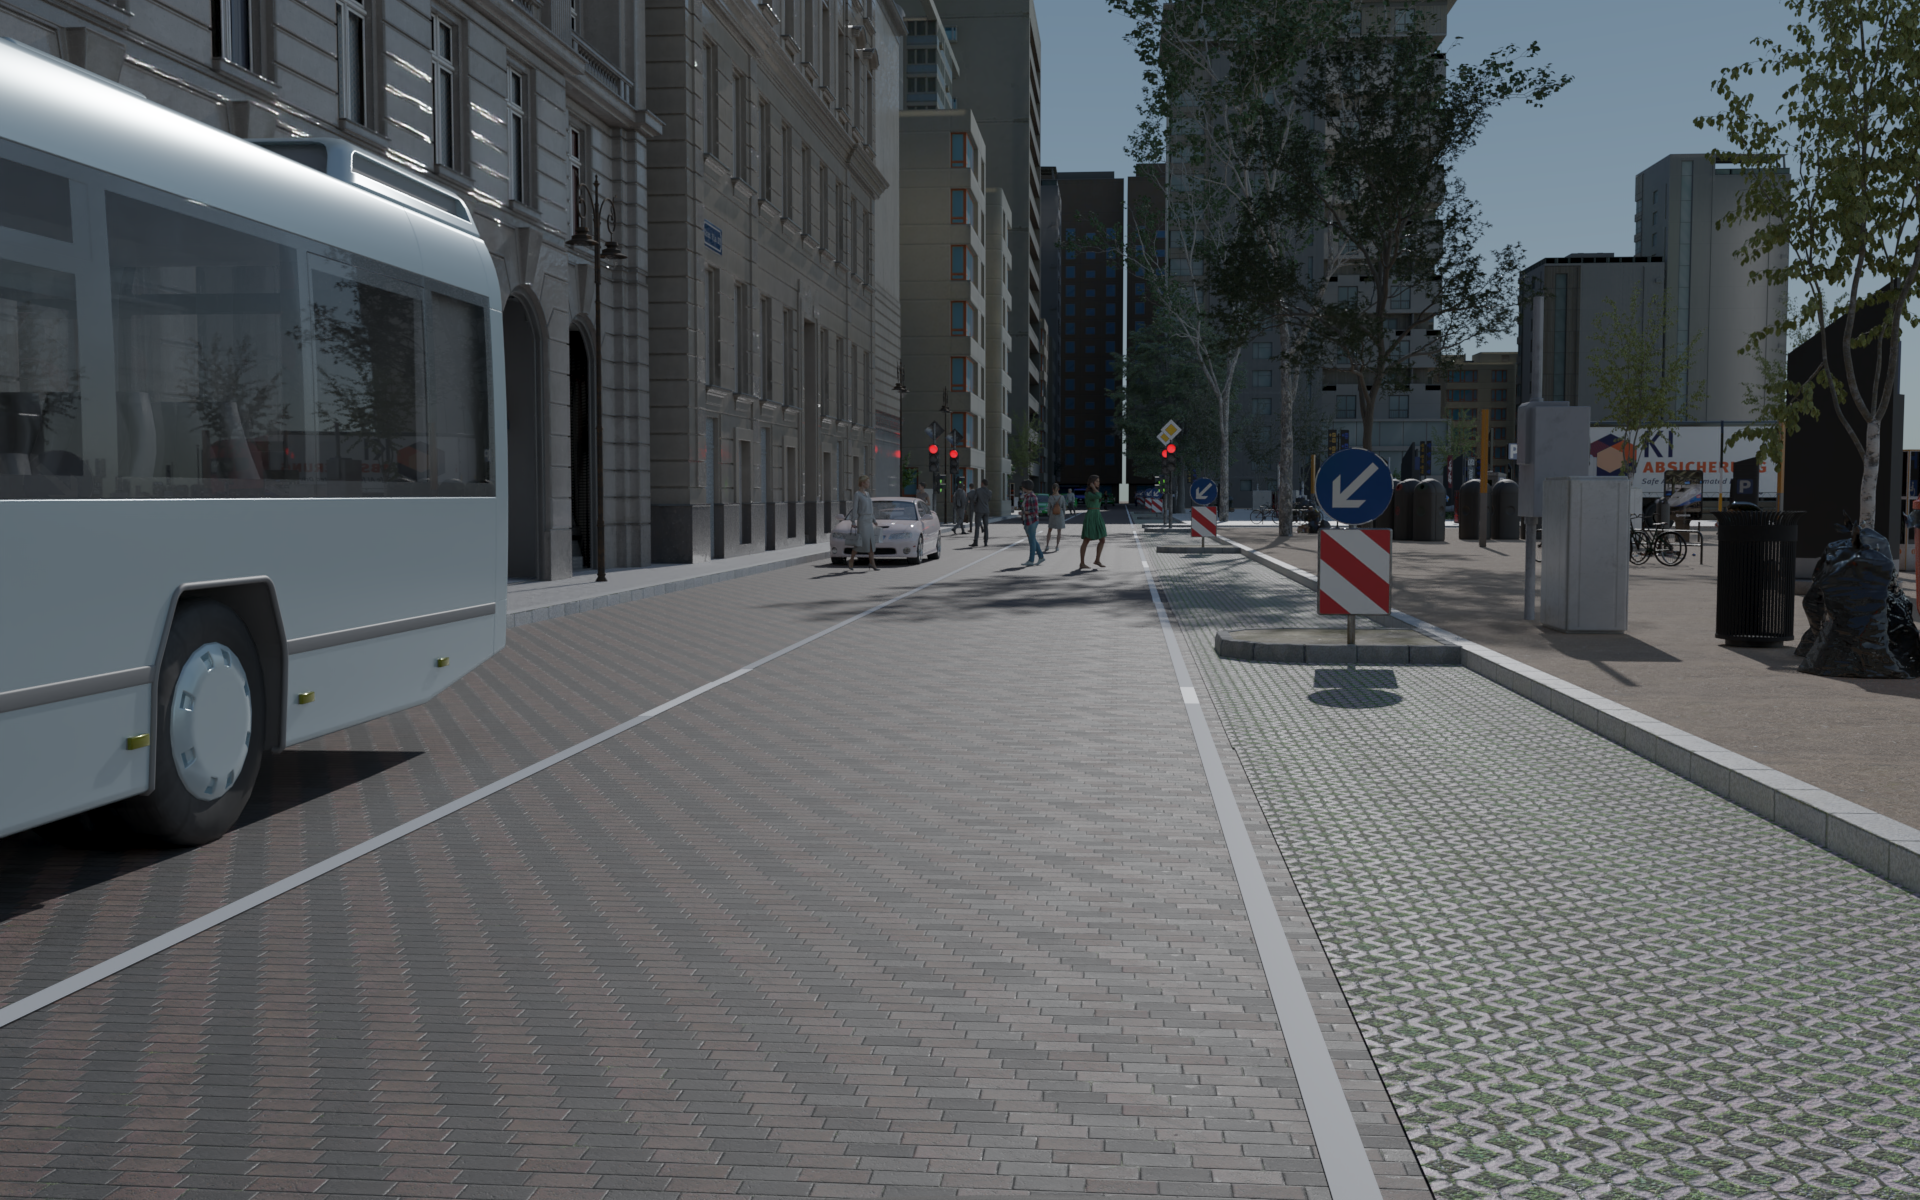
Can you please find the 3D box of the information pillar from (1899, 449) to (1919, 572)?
[{"bbox_3d":[15.640,-1.472,28.560,0.304,2.012,0.304,-1,4,-12],"label":"information pillar"}]

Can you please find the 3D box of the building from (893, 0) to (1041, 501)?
[{"bbox_3d":[-3.720,-32.795,159.894,21.300,48.544,21.600,0,4,5],"label":"building"}]

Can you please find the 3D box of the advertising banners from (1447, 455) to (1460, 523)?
[{"bbox_3d":[21.999,-4.918,76.601,0.090,3.025,2.074,-1,4,-9],"label":"advertising banners"}]

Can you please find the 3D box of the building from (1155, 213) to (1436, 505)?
[{"bbox_3d":[39.962,-31.627,208.986,32.217,40.220,23.993,0,4,5],"label":"building"}]

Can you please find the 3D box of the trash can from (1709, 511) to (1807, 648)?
[{"bbox_3d":[6.719,-0.182,14.622,0.748,1.137,0.748,0,3,0],"label":"trash can"}]

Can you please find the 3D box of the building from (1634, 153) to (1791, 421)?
[{"bbox_3d":[90.623,-32.208,210.201,14.086,41.232,14.154,0,4,5],"label":"building"}]

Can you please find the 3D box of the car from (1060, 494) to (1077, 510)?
[{"bbox_3d":[9.547,-8.938,154.938,1.959,1.807,4.718,0,4,5],"label":"car"}]

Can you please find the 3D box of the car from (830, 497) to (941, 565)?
[{"bbox_3d":[-1.524,-1.496,36.816,2.083,1.381,4.827,0,4,7],"label":"car"}]

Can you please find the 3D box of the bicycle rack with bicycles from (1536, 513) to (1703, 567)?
[{"bbox_3d":[12.274,-1.124,31.755,2.852,0.926,2.925,-1,4,-21],"label":"bicycle rack with bicycles"}]

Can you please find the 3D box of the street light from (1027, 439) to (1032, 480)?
[{"bbox_3d":[5.740,-10.357,142.130,0.468,5.910,1.993,0,4,5],"label":"street light"}]

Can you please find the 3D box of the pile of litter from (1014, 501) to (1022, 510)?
[{"bbox_3d":[4.534,-7.553,137.457,1.176,0.858,1.719,3,4,38],"label":"pile of litter"}]

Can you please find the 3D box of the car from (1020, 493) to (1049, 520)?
[{"bbox_3d":[4.314,-5.343,96.153,1.959,1.807,4.718,0,4,4],"label":"car"}]

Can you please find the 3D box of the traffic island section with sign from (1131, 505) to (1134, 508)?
[{"bbox_3d":[13.533,-7.109,124.861,1.989,1.847,2.006,0,4,5],"label":"traffic island section with sign"}]

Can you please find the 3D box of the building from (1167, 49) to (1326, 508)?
[{"bbox_3d":[26.623,-29.355,163.548,14.154,41.232,14.086,0,4,5],"label":"building"}]

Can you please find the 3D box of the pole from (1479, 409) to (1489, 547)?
[{"bbox_3d":[12.650,-2.935,41.829,0.158,3.312,0.155,0,3,0],"label":"pole"}]

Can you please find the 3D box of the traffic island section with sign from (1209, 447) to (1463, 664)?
[{"bbox_3d":[3.314,-0.421,15.510,1.989,1.847,2.006,0,4,5],"label":"traffic island section with sign"}]

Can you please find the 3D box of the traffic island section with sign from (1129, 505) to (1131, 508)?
[{"bbox_3d":[18.209,-10.172,174.946,1.989,1.847,2.006,0,4,5],"label":"traffic island section with sign"}]

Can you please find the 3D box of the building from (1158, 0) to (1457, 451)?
[{"bbox_3d":[35.499,-36.329,183.212,28.713,52.752,27.495,0,4,5],"label":"building"}]

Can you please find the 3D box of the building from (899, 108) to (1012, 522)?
[{"bbox_3d":[-11.943,-15.202,93.596,27.650,21.520,28.899,0,4,5],"label":"building"}]

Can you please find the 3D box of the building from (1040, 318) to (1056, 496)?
[{"bbox_3d":[-4.138,-20.858,186.069,27.650,21.520,28.899,0,4,5],"label":"building"}]

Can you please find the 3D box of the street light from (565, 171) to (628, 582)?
[{"bbox_3d":[-5.258,-3.207,25.222,0.468,5.910,1.993,0,4,5],"label":"street light"}]

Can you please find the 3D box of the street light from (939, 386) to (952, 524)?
[{"bbox_3d":[-0.620,-6.208,74.296,0.468,5.910,1.993,0,4,5],"label":"street light"}]

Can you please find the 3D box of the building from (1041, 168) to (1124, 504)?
[{"bbox_3d":[15.434,-36.049,239.503,14.200,45.320,14.600,0,4,5],"label":"building"}]

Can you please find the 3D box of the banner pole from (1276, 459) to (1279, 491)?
[{"bbox_3d":[22.981,-8.266,125.159,0.401,3.779,0.863,2,4,28],"label":"banner pole"}]

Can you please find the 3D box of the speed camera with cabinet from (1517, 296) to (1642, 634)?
[{"bbox_3d":[5.922,-1.371,16.754,0.660,3.252,2.038,0,4,5],"label":"speed camera with cabinet"}]

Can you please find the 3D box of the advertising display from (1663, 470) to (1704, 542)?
[{"bbox_3d":[19.307,-2.510,46.258,0.974,1.923,0.123,1,4,11],"label":"advertising display"}]

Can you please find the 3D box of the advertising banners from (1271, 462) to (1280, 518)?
[{"bbox_3d":[16.987,-5.905,92.741,0.090,3.025,2.074,1,4,18],"label":"advertising banners"}]

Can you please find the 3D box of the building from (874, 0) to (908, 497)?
[{"bbox_3d":[-11.477,-12.974,61.283,18.267,20.994,9.793,0,4,5],"label":"building"}]

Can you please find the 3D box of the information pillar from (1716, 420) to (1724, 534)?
[{"bbox_3d":[24.122,-3.887,54.903,0.183,3.616,0.504,1,4,22],"label":"information pillar"}]

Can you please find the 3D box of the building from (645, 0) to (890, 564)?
[{"bbox_3d":[-9.391,-15.061,43.516,12.463,27.353,25.104,0,4,5],"label":"building"}]

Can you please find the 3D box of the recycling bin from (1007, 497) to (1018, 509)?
[{"bbox_3d":[4.255,-7.840,140.735,0.722,1.027,0.722,-3,4,-38],"label":"recycling bin"}]

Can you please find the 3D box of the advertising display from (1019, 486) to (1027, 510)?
[{"bbox_3d":[5.126,-7.958,135.332,0.974,1.923,0.123,1,4,10],"label":"advertising display"}]

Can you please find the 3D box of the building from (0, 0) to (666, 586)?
[{"bbox_3d":[-12.424,-10.858,19.323,13.314,21.916,24.055,0,4,5],"label":"building"}]

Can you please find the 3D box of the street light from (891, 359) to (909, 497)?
[{"bbox_3d":[-2.024,-5.299,59.434,0.468,5.910,1.993,0,4,5],"label":"street light"}]

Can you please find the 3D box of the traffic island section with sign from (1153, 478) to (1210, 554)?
[{"bbox_3d":[5.813,-2.062,42.350,1.989,1.847,2.006,0,4,5],"label":"traffic island section with sign"}]

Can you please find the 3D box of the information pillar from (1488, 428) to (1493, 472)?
[{"bbox_3d":[18.890,-4.312,61.859,0.183,3.616,0.504,0,4,-5],"label":"information pillar"}]

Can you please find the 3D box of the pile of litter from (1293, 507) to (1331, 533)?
[{"bbox_3d":[11.551,-2.615,56.720,1.719,0.858,1.176,2,4,28],"label":"pile of litter"}]

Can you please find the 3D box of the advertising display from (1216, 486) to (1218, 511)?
[{"bbox_3d":[19.814,-7.831,133.258,0.123,1.923,0.974,0,4,3],"label":"advertising display"}]

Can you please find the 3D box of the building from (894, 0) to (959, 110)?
[{"bbox_3d":[-13.405,-26.847,130.826,32.217,40.220,23.993,0,4,5],"label":"building"}]

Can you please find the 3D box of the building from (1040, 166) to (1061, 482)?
[{"bbox_3d":[5.638,-32.678,217.875,14.086,41.232,14.154,0,4,5],"label":"building"}]

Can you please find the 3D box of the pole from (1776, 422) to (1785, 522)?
[{"bbox_3d":[22.989,-3.342,48.479,0.158,3.312,0.155,0,3,0],"label":"pole"}]

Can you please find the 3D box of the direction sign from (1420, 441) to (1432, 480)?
[{"bbox_3d":[19.813,-5.001,73.765,0.379,3.537,0.876,-1,4,-16],"label":"direction sign"}]

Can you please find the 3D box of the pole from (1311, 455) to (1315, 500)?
[{"bbox_3d":[18.320,-5.876,89.908,0.158,3.312,0.155,0,3,0],"label":"pole"}]

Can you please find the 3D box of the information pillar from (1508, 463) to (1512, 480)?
[{"bbox_3d":[41.811,-8.585,131.717,0.183,3.616,0.504,-1,4,-16],"label":"information pillar"}]

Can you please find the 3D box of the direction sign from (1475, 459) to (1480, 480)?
[{"bbox_3d":[33.016,-7.282,111.061,0.379,3.537,0.876,-3,5,-44],"label":"direction sign"}]

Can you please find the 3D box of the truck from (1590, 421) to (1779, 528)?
[{"bbox_3d":[29.288,-4.817,67.673,11.283,4.237,2.839,0,4,7],"label":"truck"}]

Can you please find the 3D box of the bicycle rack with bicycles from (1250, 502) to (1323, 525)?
[{"bbox_3d":[14.179,-3.691,73.731,2.925,0.926,2.852,3,5,40],"label":"bicycle rack with bicycles"}]

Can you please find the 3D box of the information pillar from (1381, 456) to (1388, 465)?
[{"bbox_3d":[26.055,-7.031,106.317,0.504,3.616,0.183,1,4,20],"label":"information pillar"}]

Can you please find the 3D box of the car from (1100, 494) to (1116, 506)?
[{"bbox_3d":[17.442,-12.004,205.057,1.959,1.807,4.718,0,4,7],"label":"car"}]

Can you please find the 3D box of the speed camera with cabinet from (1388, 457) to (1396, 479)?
[{"bbox_3d":[23.722,-6.030,92.919,2.038,3.252,0.660,1,4,23],"label":"speed camera with cabinet"}]

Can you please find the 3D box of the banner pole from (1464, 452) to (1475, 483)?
[{"bbox_3d":[30.315,-6.928,103.288,0.863,3.779,0.401,-1,4,-9],"label":"banner pole"}]

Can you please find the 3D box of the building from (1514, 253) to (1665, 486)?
[{"bbox_3d":[76.511,-26.901,211.532,14.107,30.474,14.160,0,4,5],"label":"building"}]

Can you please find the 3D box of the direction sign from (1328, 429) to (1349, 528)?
[{"bbox_3d":[13.288,-4.213,60.882,0.876,3.537,0.379,-2,4,-25],"label":"direction sign"}]

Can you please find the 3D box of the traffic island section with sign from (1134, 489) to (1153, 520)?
[{"bbox_3d":[10.991,-5.448,97.699,1.989,1.847,2.006,0,4,5],"label":"traffic island section with sign"}]

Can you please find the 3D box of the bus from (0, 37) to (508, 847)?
[{"bbox_3d":[-4.493,-0.556,3.952,2.948,3.499,13.247,0,4,4],"label":"bus"}]

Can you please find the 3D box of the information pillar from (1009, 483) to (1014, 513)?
[{"bbox_3d":[3.514,-6.911,117.483,0.304,2.012,0.304,-1,4,-10],"label":"information pillar"}]

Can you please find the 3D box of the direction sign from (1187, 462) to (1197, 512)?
[{"bbox_3d":[16.557,-8.057,123.734,0.876,3.537,0.379,-2,4,-35],"label":"direction sign"}]
